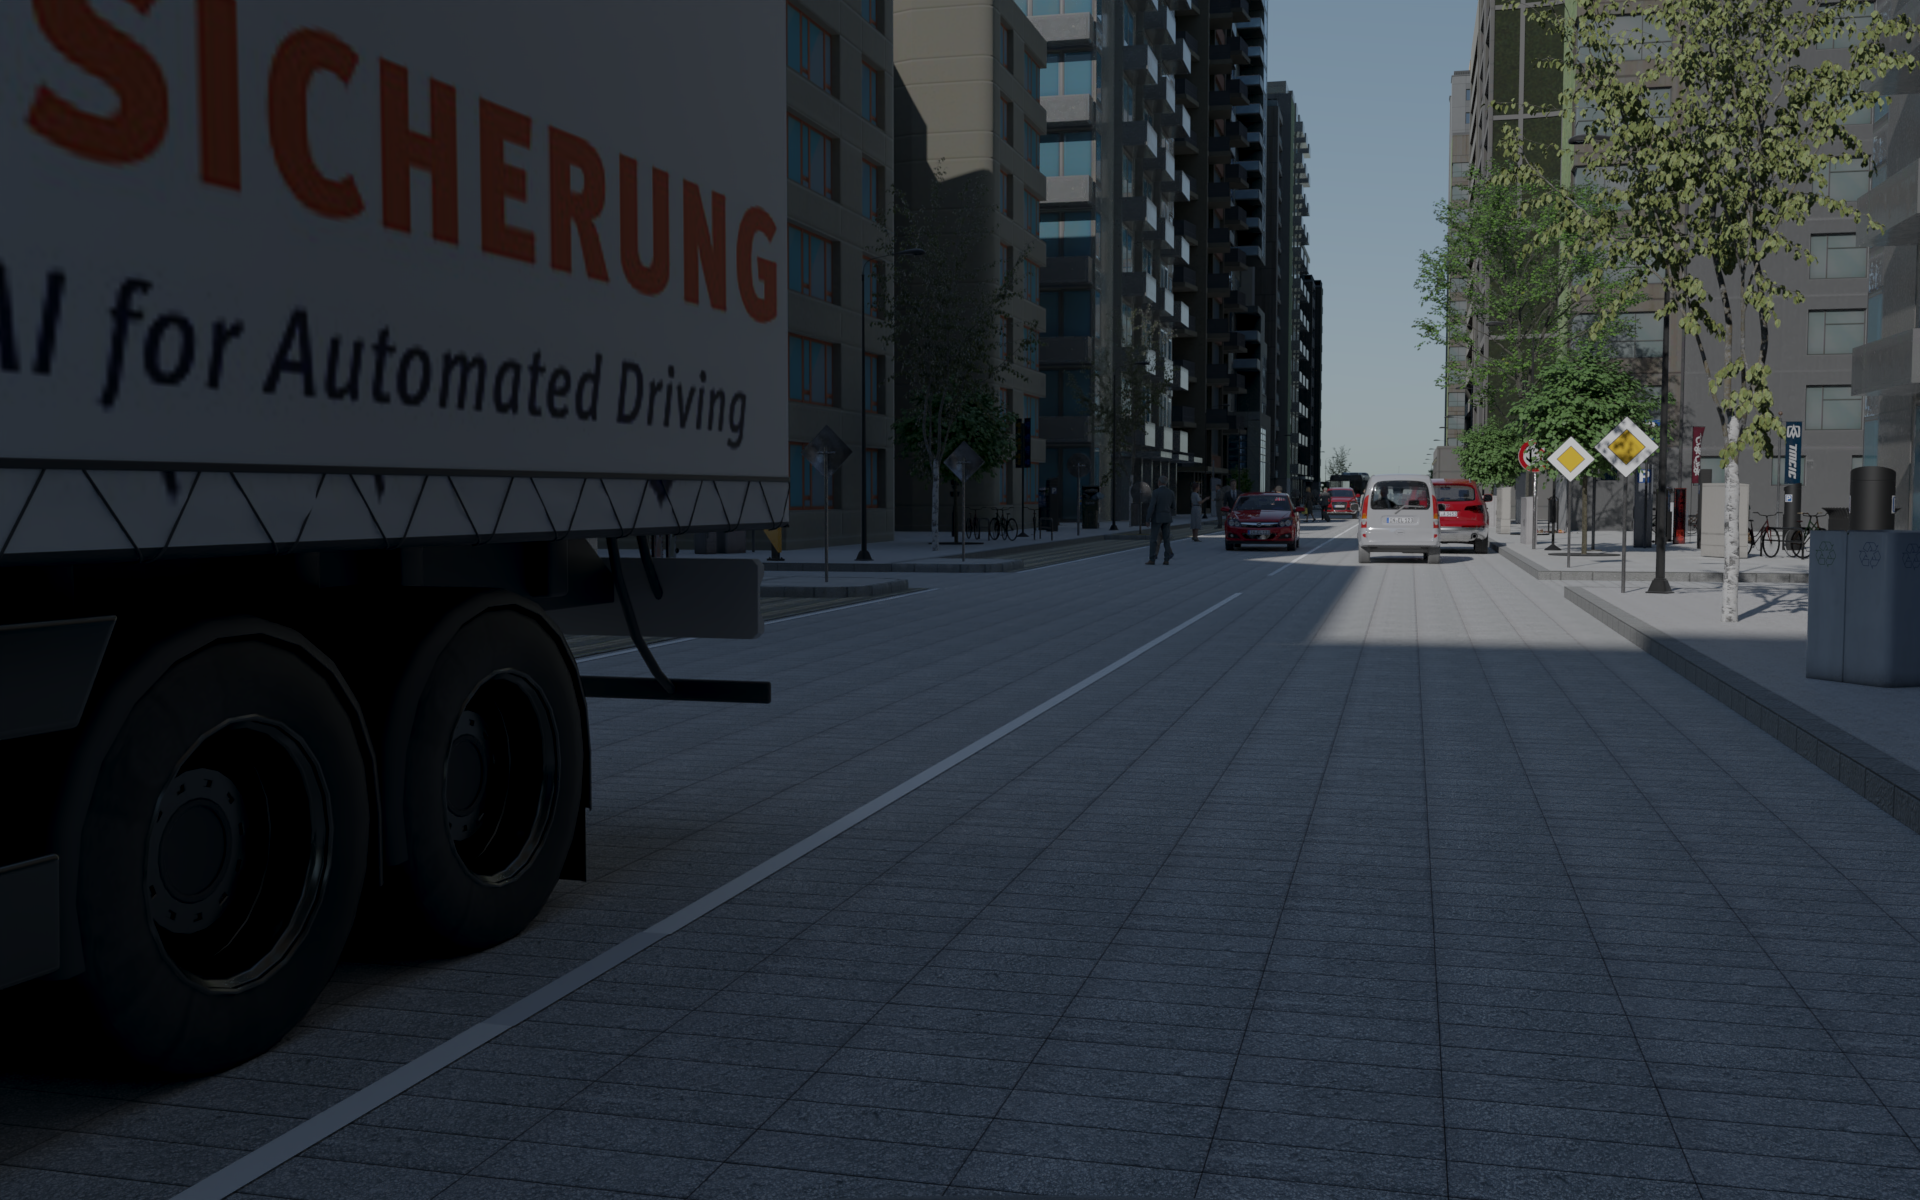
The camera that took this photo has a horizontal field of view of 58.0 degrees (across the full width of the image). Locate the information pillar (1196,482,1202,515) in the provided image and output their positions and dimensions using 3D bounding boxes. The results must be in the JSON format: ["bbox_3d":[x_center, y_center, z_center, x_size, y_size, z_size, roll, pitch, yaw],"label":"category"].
[{"bbox_3d":[14.390,-6.120,104.558,0.304,2.012,0.304,3,5,40],"label":"information pillar"}]

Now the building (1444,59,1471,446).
[{"bbox_3d":[78.249,-42.675,239.729,21.231,58.520,28.212,1,4,15],"label":"building"}]

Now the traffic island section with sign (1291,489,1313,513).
[{"bbox_3d":[25.169,-7.402,129.645,1.989,1.847,2.006,1,4,15],"label":"traffic island section with sign"}]

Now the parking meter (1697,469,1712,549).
[{"bbox_3d":[17.425,-2.130,40.543,0.255,1.863,0.399,1,4,16],"label":"parking meter"}]

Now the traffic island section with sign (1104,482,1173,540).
[{"bbox_3d":[5.691,-2.816,54.669,1.989,1.847,2.006,1,4,15],"label":"traffic island section with sign"}]

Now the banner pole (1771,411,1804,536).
[{"bbox_3d":[25.061,-3.821,52.488,0.863,3.779,0.401,1,4,9],"label":"banner pole"}]

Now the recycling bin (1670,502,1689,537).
[{"bbox_3d":[21.473,-2.420,52.114,0.722,1.027,0.722,2,4,32],"label":"recycling bin"}]

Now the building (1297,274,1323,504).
[{"bbox_3d":[39.808,-27.806,226.328,14.160,30.474,14.107,1,4,15],"label":"building"}]

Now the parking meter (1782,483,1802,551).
[{"bbox_3d":[18.967,-1.901,39.490,0.372,1.533,0.369,0,3,0],"label":"parking meter"}]

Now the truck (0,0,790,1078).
[{"bbox_3d":[-3.465,-0.835,2.559,2.839,4.237,11.283,1,4,16],"label":"truck"}]

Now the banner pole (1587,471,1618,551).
[{"bbox_3d":[14.481,-2.995,38.992,0.863,3.779,0.401,-1,4,-19],"label":"banner pole"}]

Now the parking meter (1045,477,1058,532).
[{"bbox_3d":[3.132,-3.266,59.110,0.399,1.863,0.255,-2,4,-27],"label":"parking meter"}]

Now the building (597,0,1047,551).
[{"bbox_3d":[-13.698,-12.905,56.040,27.650,21.520,28.899,1,4,15],"label":"building"}]

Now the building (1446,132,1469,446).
[{"bbox_3d":[62.803,-31.404,197.046,14.154,41.232,14.086,1,4,15],"label":"building"}]

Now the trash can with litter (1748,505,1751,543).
[{"bbox_3d":[20.731,-2.105,45.811,0.624,1.170,1.055,0,4,2],"label":"trash can with litter"}]

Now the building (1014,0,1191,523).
[{"bbox_3d":[-0.058,-28.802,90.520,23.786,49.044,30.456,1,4,15],"label":"building"}]

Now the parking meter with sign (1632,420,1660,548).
[{"bbox_3d":[16.433,-2.772,41.578,0.543,3.016,1.738,1,4,19],"label":"parking meter with sign"}]

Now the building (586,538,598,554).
[{"bbox_3d":[-14.714,-10.210,21.688,16.860,20.320,10.420,1,4,15],"label":"building"}]

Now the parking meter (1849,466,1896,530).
[{"bbox_3d":[8.335,-0.455,15.850,0.372,1.533,0.369,0,3,0],"label":"parking meter"}]

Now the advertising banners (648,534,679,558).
[{"bbox_3d":[-4.044,-1.648,23.129,0.090,3.025,2.074,0,4,4],"label":"advertising banners"}]

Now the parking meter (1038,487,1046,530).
[{"bbox_3d":[2.966,-3.245,61.470,0.372,1.533,0.369,0,3,0],"label":"parking meter"}]

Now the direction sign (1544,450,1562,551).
[{"bbox_3d":[13.500,-2.895,39.330,0.379,3.537,0.876,-1,4,-11],"label":"direction sign"}]

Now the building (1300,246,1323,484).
[{"bbox_3d":[36.447,-33.924,246.544,32.217,40.220,23.993,1,4,15],"label":"building"}]

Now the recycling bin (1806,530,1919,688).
[{"bbox_3d":[6.345,0.043,11.859,0.722,1.027,0.722,-1,4,-19],"label":"recycling bin"}]

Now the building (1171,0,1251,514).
[{"bbox_3d":[8.681,-28.652,123.090,22.147,44.769,28.867,1,4,15],"label":"building"}]

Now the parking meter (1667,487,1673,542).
[{"bbox_3d":[18.893,-2.325,46.420,0.372,1.533,0.369,0,3,0],"label":"parking meter"}]

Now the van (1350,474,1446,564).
[{"bbox_3d":[9.353,-1.832,36.967,2.013,2.044,4.112,1,4,13],"label":"van"}]

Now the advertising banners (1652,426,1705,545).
[{"bbox_3d":[18.400,-2.942,44.288,2.074,3.025,0.090,-2,4,-33],"label":"advertising banners"}]

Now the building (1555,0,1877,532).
[{"bbox_3d":[29.653,-23.269,64.040,14.154,41.232,14.086,1,4,15],"label":"building"}]

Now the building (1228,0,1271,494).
[{"bbox_3d":[16.502,-51.253,150.658,22.319,86.520,31.000,1,4,15],"label":"building"}]

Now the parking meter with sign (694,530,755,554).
[{"bbox_3d":[-5.027,-2.520,37.460,0.543,3.016,1.738,2,4,34],"label":"parking meter with sign"}]

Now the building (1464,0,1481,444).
[{"bbox_3d":[58.433,-32.833,160.528,21.300,48.544,21.600,1,4,15],"label":"building"}]

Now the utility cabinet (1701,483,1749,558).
[{"bbox_3d":[15.386,-1.599,34.828,0.318,1.500,1.173,0,4,-8],"label":"utility cabinet"}]

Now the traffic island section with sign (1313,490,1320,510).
[{"bbox_3d":[31.934,-8.998,155.741,1.989,1.847,2.006,1,4,15],"label":"traffic island section with sign"}]

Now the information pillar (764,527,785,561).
[{"bbox_3d":[-3.595,-2.561,33.220,0.183,3.616,0.504,-3,5,-42],"label":"information pillar"}]

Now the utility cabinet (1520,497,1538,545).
[{"bbox_3d":[14.603,-2.038,44.476,0.306,1.237,1.020,1,4,11],"label":"utility cabinet"}]

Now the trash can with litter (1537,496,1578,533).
[{"bbox_3d":[19.497,-2.828,57.298,1.678,1.210,2.233,-1,4,-15],"label":"trash can with litter"}]

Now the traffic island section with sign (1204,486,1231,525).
[{"bbox_3d":[12.469,-4.412,80.761,1.989,1.847,2.006,1,4,15],"label":"traffic island section with sign"}]

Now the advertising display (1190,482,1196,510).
[{"bbox_3d":[12.273,-5.264,91.288,0.123,1.923,0.974,0,4,-2],"label":"advertising display"}]

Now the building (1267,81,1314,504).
[{"bbox_3d":[29.630,-35.829,205.420,23.786,49.044,30.456,1,4,15],"label":"building"}]

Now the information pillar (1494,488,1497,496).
[{"bbox_3d":[22.967,-5.084,74.474,0.183,3.616,0.504,3,5,40],"label":"information pillar"}]

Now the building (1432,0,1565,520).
[{"bbox_3d":[35.243,-39.729,87.816,20.563,71.187,20.611,1,4,15],"label":"building"}]

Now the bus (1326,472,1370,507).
[{"bbox_3d":[32.081,-9.020,142.334,2.948,3.499,13.247,1,4,16],"label":"bus"}]

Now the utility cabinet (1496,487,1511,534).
[{"bbox_3d":[17.496,-2.882,55.799,0.318,1.500,1.173,1,4,10],"label":"utility cabinet"}]

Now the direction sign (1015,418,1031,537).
[{"bbox_3d":[1.884,-3.657,51.793,0.379,3.537,0.876,-2,4,-28],"label":"direction sign"}]

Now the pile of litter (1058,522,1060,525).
[{"bbox_3d":[3.562,-3.494,71.091,1.719,0.858,1.176,3,5,44],"label":"pile of litter"}]

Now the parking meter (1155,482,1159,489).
[{"bbox_3d":[8.336,-4.074,72.317,0.255,1.863,0.399,3,4,36],"label":"parking meter"}]

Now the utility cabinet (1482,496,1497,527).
[{"bbox_3d":[20.788,-3.461,67.747,1.020,1.237,0.306,1,4,17],"label":"utility cabinet"}]

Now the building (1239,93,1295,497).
[{"bbox_3d":[25.685,-29.954,173.345,14.154,41.232,14.086,1,4,15],"label":"building"}]

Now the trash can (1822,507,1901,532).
[{"bbox_3d":[9.513,-0.408,18.320,0.748,1.137,0.748,0,3,0],"label":"trash can"}]

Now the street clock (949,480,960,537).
[{"bbox_3d":[-0.153,-2.894,51.890,0.358,2.002,0.471,0,4,-6],"label":"street clock"}]

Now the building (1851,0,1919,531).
[{"bbox_3d":[35.661,-25.432,35.422,30.456,49.044,23.786,1,4,15],"label":"building"}]
